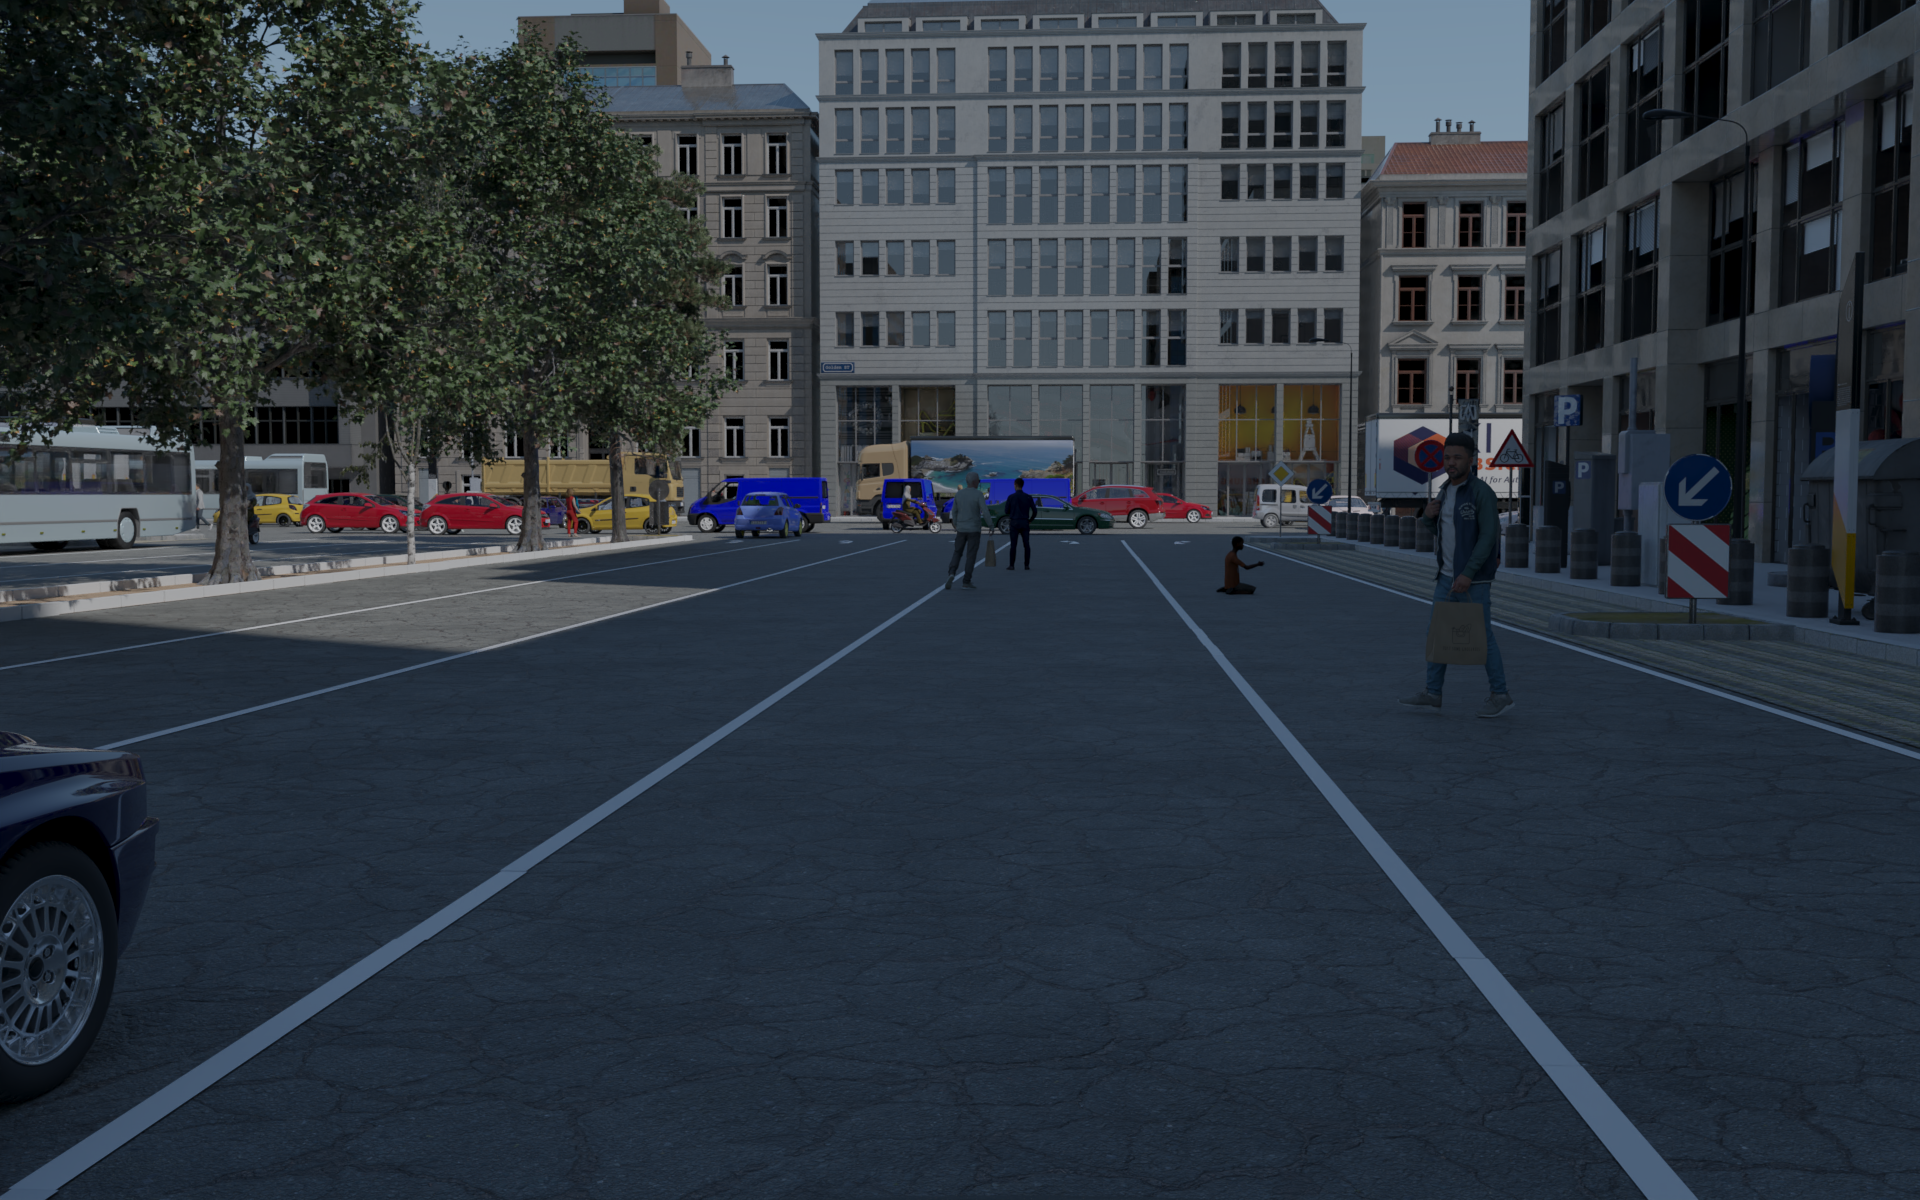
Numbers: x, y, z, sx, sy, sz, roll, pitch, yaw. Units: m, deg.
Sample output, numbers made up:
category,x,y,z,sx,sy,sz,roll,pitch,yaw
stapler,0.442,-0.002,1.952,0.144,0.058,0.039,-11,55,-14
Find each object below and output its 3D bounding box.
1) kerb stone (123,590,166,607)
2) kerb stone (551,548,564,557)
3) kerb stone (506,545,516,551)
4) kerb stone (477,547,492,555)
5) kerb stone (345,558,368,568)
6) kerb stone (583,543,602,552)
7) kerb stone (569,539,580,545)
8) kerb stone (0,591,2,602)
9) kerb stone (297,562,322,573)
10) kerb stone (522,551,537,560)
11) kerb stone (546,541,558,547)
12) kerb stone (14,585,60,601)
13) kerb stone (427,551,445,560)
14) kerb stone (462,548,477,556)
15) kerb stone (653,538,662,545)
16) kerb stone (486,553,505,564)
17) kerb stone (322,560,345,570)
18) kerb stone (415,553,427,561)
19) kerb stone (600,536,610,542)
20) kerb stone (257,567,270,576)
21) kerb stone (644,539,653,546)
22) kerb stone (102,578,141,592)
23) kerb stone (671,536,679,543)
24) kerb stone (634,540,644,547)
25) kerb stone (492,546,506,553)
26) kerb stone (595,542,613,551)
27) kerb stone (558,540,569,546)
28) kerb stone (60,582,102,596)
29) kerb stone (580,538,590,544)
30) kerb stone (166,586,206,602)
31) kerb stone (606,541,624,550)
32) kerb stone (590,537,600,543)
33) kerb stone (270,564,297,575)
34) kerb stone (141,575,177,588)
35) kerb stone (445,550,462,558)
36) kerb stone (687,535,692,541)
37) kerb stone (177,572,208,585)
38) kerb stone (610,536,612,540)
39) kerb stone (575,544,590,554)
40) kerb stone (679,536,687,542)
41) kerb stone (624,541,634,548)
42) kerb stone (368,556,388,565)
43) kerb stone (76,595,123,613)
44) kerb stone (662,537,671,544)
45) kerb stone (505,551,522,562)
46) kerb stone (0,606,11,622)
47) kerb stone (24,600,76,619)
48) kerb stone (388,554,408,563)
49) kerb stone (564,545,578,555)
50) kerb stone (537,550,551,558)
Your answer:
category,x,y,z,sx,sy,sz,roll,pitch,yaw
kerb stone,-10.616,-0.008,22.383,0.120,0.150,1.000,0,4,4
kerb stone,-9.371,-1.077,39.857,0.120,0.150,1.000,0,4,4
kerb stone,-11.241,-1.280,43.129,0.120,0.150,1.000,0,4,4
kerb stone,-11.379,-1.155,41.075,0.120,0.150,1.000,0,4,4
kerb stone,-11.899,-0.714,33.869,0.120,0.150,1.000,0,4,4
kerb stone,-9.144,-1.269,42.946,0.120,0.150,1.000,0,4,4
kerb stone,-10.870,-1.594,48.260,0.120,0.150,1.000,0,4,4
kerb stone,-12.710,-0.022,22.547,0.120,0.150,1.000,0,4,4
kerb stone,-12.050,-0.587,31.808,0.120,0.150,1.000,0,4,4
kerb stone,-9.511,-0.954,37.797,0.120,0.150,1.000,0,4,4
kerb stone,-11.013,-1.469,46.206,0.120,0.150,1.000,0,4,4
kerb stone,-12.635,-0.084,23.573,0.120,0.150,1.000,0,4,4
kerb stone,-11.601,-0.966,37.985,0.120,0.150,1.000,0,4,4
kerb stone,-11.459,-1.092,40.045,0.120,0.150,1.000,0,4,4
kerb stone,-8.703,-1.645,49.116,0.120,0.150,1.000,0,4,4
kerb stone,-9.660,-0.828,35.740,0.120,0.150,1.000,0,4,4
kerb stone,-11.973,-0.649,32.840,0.120,0.150,1.000,0,4,4
kerb stone,-11.672,-0.903,36.959,0.120,0.150,1.000,0,4,4
kerb stone,-10.652,-1.781,51.337,0.120,0.150,1.000,0,4,4
kerb stone,-12.191,-0.460,29.756,0.120,0.150,1.000,0,4,4
kerb stone,-8.780,-1.582,48.091,0.120,0.150,1.000,0,4,4
kerb stone,-12.491,-0.210,25.629,0.120,0.150,1.000,0,4,4
kerb stone,-8.553,-1.772,51.175,0.120,0.150,1.000,0,4,4
kerb stone,-8.851,-1.521,47.062,0.120,0.150,1.000,0,4,4
kerb stone,-11.315,-1.217,42.101,0.120,0.150,1.000,0,4,4
kerb stone,-9.072,-1.332,43.971,0.120,0.150,1.000,0,4,4
kerb stone,-10.944,-1.530,47.234,0.120,0.150,1.000,0,4,4
kerb stone,-12.563,-0.147,24.603,0.120,0.150,1.000,0,4,4
kerb stone,-10.795,-1.645,49.286,0.120,0.150,1.000,0,4,4
kerb stone,-10.536,-0.074,23.408,0.120,0.150,1.000,0,4,4
kerb stone,-8.992,-1.395,44.997,0.120,0.150,1.000,0,4,4
kerb stone,-10.726,-1.720,50.311,0.120,0.150,1.000,0,4,4
kerb stone,-12.112,-0.523,30.781,0.120,0.150,1.000,0,4,4
kerb stone,-12.412,-0.273,26.661,0.120,0.150,1.000,0,4,4
kerb stone,-11.525,-1.029,39.014,0.120,0.150,1.000,0,4,4
kerb stone,-8.404,-1.897,53.239,0.120,0.150,1.000,0,4,4
kerb stone,-12.334,-0.334,27.690,0.120,0.150,1.000,0,4,4
kerb stone,-10.580,-1.844,52.363,0.120,0.150,1.000,0,4,4
kerb stone,-9.215,-1.206,41.915,0.120,0.150,1.000,0,4,4
kerb stone,-8.485,-1.836,52.209,0.120,0.150,1.000,0,4,4
kerb stone,-8.921,-1.457,46.022,0.120,0.150,1.000,0,4,4
kerb stone,-11.826,-0.777,34.894,0.120,0.150,1.000,0,4,4
kerb stone,-10.683,0.058,21.357,0.120,0.150,1.000,0,4,4
kerb stone,-8.628,-1.704,50.150,0.120,0.150,1.000,0,4,4
kerb stone,-9.584,-0.891,36.770,0.120,0.150,1.000,0,4,4
kerb stone,-10.828,0.177,19.305,0.120,0.150,1.000,0,4,4
kerb stone,-10.755,0.114,20.331,0.120,0.150,1.000,0,4,4
kerb stone,-11.750,-0.835,35.920,0.120,0.150,1.000,0,4,4
kerb stone,-9.291,-1.143,40.889,0.120,0.150,1.000,0,4,4
kerb stone,-9.437,-1.015,38.831,0.120,0.150,1.000,0,4,4
